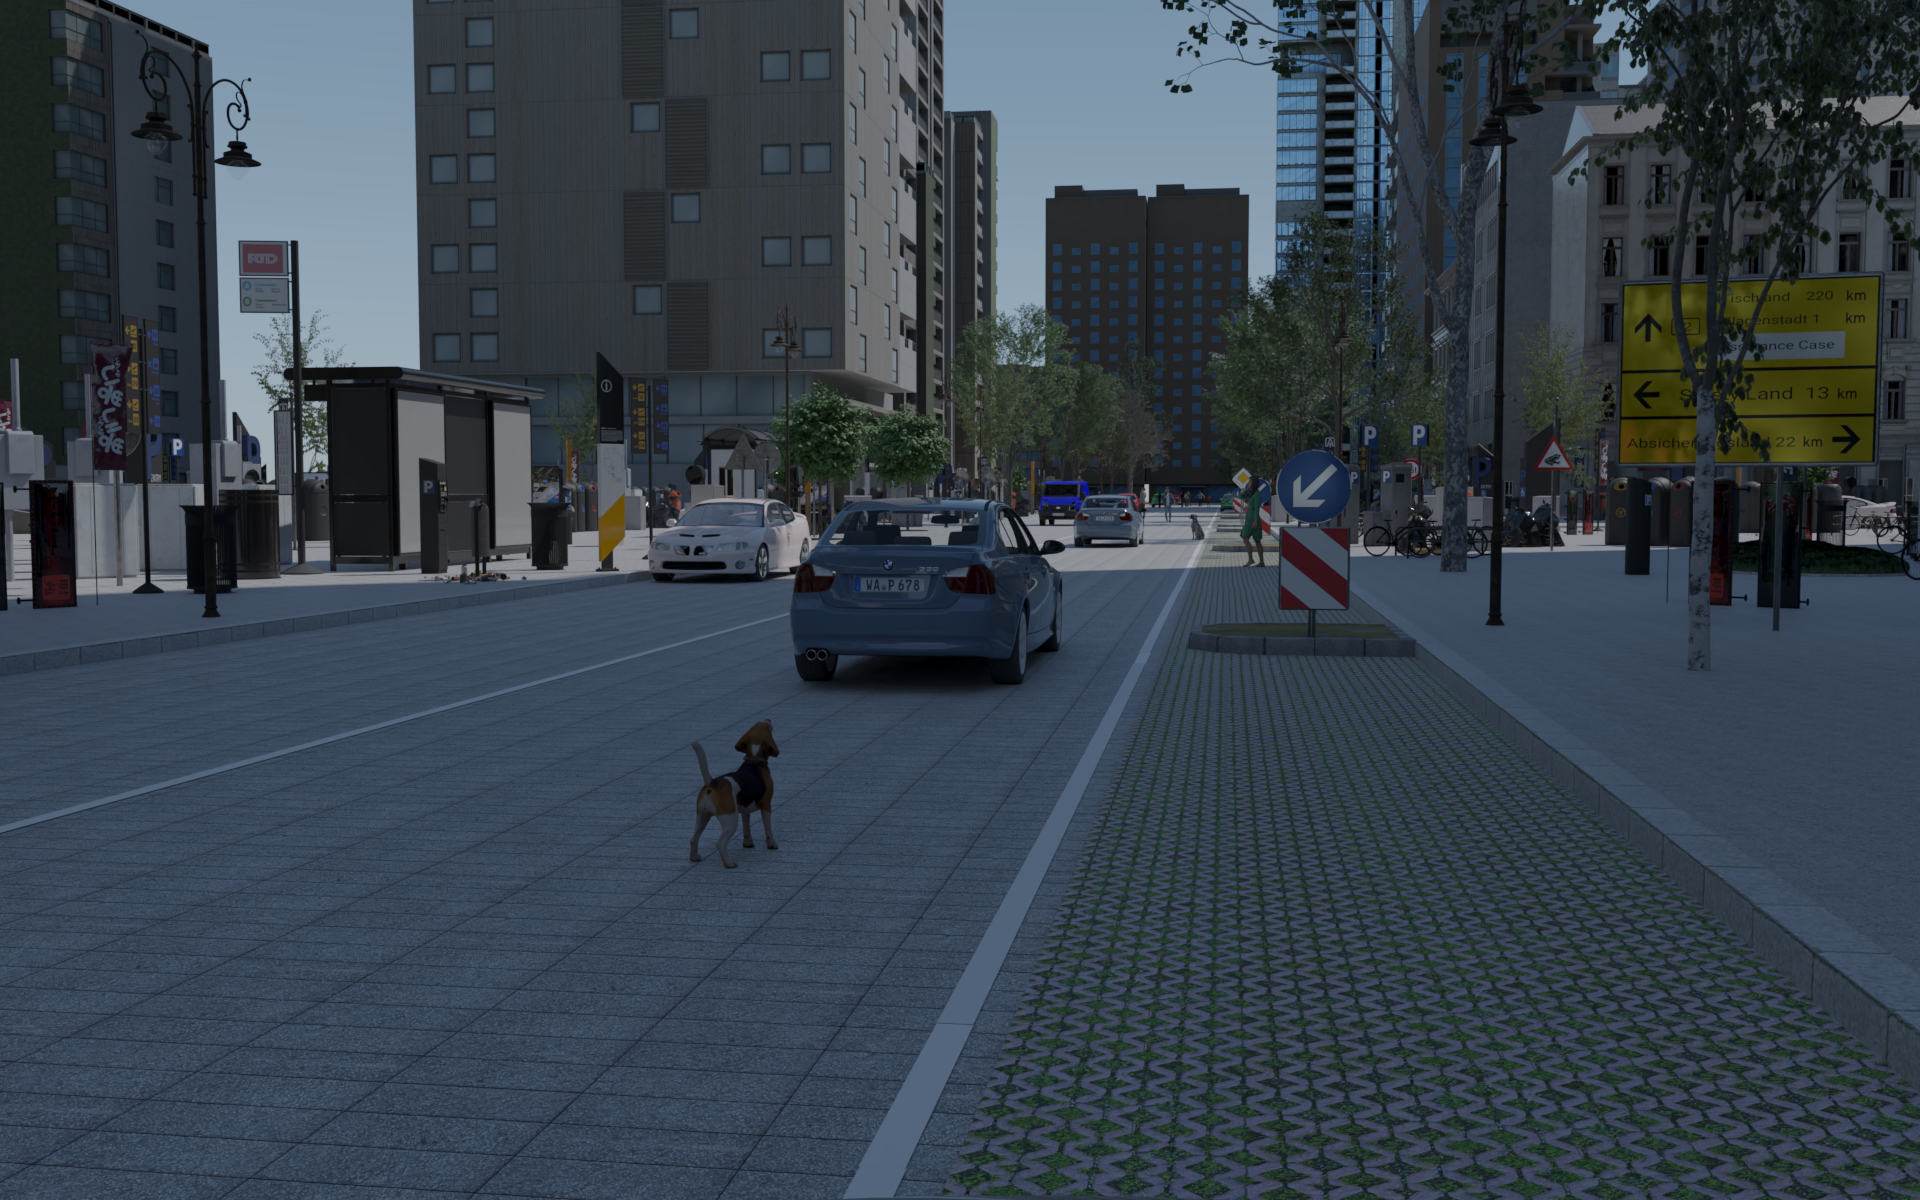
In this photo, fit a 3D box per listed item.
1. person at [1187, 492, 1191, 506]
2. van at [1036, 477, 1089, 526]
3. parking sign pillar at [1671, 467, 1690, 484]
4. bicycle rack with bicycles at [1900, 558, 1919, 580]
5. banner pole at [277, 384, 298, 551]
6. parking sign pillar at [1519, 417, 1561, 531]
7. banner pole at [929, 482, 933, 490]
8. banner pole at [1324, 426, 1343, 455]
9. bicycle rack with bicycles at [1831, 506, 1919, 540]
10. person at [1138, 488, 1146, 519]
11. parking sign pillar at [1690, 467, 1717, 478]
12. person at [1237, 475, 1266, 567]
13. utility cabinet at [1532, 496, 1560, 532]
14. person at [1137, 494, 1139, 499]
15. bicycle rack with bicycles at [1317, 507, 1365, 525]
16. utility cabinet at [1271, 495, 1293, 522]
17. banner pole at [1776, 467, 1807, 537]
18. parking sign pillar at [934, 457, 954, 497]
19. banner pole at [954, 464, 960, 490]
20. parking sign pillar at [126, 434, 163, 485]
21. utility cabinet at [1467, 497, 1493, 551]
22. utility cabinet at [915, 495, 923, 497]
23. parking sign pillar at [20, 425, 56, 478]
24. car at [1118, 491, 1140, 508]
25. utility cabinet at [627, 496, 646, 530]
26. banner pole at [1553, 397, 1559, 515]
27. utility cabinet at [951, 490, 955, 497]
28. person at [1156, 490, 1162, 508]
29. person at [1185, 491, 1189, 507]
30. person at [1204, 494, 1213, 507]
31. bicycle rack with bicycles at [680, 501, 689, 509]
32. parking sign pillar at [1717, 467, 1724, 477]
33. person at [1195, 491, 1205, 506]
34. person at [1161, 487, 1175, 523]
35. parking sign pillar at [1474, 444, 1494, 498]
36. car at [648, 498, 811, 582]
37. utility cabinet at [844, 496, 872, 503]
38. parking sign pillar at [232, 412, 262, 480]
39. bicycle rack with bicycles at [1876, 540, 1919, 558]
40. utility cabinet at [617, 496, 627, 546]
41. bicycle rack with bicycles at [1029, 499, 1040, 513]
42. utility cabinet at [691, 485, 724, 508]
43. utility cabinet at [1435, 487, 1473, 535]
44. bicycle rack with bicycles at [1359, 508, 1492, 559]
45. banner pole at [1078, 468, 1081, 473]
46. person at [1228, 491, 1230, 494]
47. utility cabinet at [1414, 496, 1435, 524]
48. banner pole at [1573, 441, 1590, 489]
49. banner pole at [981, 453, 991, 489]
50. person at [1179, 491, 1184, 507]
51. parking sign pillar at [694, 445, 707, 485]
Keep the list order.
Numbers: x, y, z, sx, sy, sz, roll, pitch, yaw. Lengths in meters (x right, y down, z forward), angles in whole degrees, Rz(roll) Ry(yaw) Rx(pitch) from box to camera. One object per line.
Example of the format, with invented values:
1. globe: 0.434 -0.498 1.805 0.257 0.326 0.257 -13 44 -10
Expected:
1. person: 26.721 -11.804 202.418 0.530 1.710 0.541 -1 4 -14
2. van: 4.825 -4.611 79.774 2.240 2.365 5.245 1 4 10
3. parking sign pillar: 47.663 -7.808 116.129 1.447 3.967 1.447 -2 4 -30
4. bicycle rack with bicycles: 15.470 -0.698 24.793 2.852 0.926 2.925 -1 4 -9
5. banner pole: -15.358 -3.032 39.590 0.863 3.779 0.401 3 5 42
6. parking sign pillar: 20.266 -4.407 60.528 1.447 3.967 1.447 -1 4 -12
7. banner pole: -2.118 -8.613 130.832 0.863 3.779 0.401 2 4 25
8. banner pole: 13.703 -4.491 63.444 0.863 3.779 0.401 2 4 27
9. bicycle rack with bicycles: 28.152 -2.405 52.709 2.925 0.926 2.852 -1 4 -16
10. person: 10.401 -5.522 98.969 0.473 1.802 0.592 3 5 42
11. parking sign pillar: 54.560 -8.514 127.676 1.447 3.967 1.447 0 4 1
12. person: 5.725 -1.526 33.692 0.529 1.795 0.600 -1 4 -15
13. utility cabinet: 18.998 -2.754 56.192 0.306 1.237 1.020 -1 4 -19
14. person: 15.614 -8.573 151.920 0.557 1.426 1.065 -1 4 -9
15. bicycle rack with bicycles: 11.299 -2.176 48.955 2.925 0.926 2.852 0 4 -5
16. utility cabinet: 14.677 -4.144 78.916 1.020 1.237 0.306 -2 4 -24
17. banner pole: 20.519 -3.213 42.555 0.863 3.779 0.401 2 4 35
18. parking sign pillar: -1.031 -7.494 111.006 1.447 3.967 1.447 -2 4 -31
19. banner pole: -0.258 -9.401 143.718 0.401 3.779 0.863 -3 5 -42
20. parking sign pillar: -19.829 -3.281 42.122 1.447 3.967 1.447 0 4 -6
21. utility cabinet: 11.777 -1.724 39.353 0.306 1.237 1.020 -1 4 -10
22. utility cabinet: -2.229 -5.028 93.369 0.306 1.237 1.020 1 4 14
23. parking sign pillar: -34.234 -4.627 64.126 1.447 3.967 1.447 3 5 45
24. car: 11.592 -6.817 120.498 2.155 1.783 4.494 0 4 8
25. utility cabinet: -11.639 -3.092 61.712 1.020 1.237 0.306 3 4 37
26. banner pole: 15.505 -3.374 45.182 0.401 3.779 0.863 1 4 12
27. utility cabinet: -0.122 -5.957 106.083 0.318 1.500 1.173 -3 4 -38
28. person: 20.701 -10.487 179.992 0.705 1.821 1.348 -1 4 -16
29. person: 25.565 -11.379 195.269 0.721 1.735 1.217 2 4 27
30. person: 27.757 -11.111 193.429 1.065 1.426 0.557 0 4 -4
31. bicycle rack with bicycles: -13.159 -4.567 88.045 2.852 0.926 2.925 3 4 39
32. parking sign pillar: 60.983 -9.232 139.423 1.447 3.967 1.447 -2 4 -34
33. person: 27.698 -11.702 199.805 1.348 1.826 0.705 3 5 41
34. person: 10.330 -4.729 86.173 0.623 1.781 0.721 -1 4 -14
35. parking sign pillar: 27.950 -6.332 91.996 1.447 3.967 1.447 -2 4 -35
36. car: -3.883 -1.071 29.867 2.083 1.381 4.827 1 4 9
37. utility cabinet: -3.798 -3.261 64.476 1.020 1.237 0.306 0 4 -5
38. parking sign pillar: -23.613 -4.217 57.419 1.447 3.967 1.447 0 4 -1
39. bicycle rack with bicycles: 21.292 -1.413 36.479 2.852 0.926 2.925 -3 5 -41
40. utility cabinet: -8.569 -1.932 42.742 0.306 1.237 1.020 0 4 5
41. bicycle rack with bicycles: 6.901 -7.655 138.538 2.925 0.926 2.852 3 4 38
42. utility cabinet: -5.995 -1.991 41.238 0.318 1.500 1.173 -2 4 -35
43. utility cabinet: 15.489 -2.792 54.330 1.173 1.500 0.318 -1 4 -18
44. bicycle rack with bicycles: 9.699 -1.334 35.201 2.925 0.926 2.852 0 4 8
45. banner pole: 10.082 -9.559 146.302 0.401 3.779 0.863 -1 4 -18
46. person: 30.674 -11.560 197.520 1.348 1.823 0.705 2 4 28
47. utility cabinet: 19.854 -3.819 73.607 1.020 1.237 0.306 0 4 -2
48. banner pole: 29.395 -5.613 81.789 0.863 3.779 0.401 3 4 36
49. banner pole: 1.583 -6.845 101.934 0.863 3.779 0.401 -1 4 -19
50. person: 24.344 -11.077 190.437 0.721 1.723 1.217 -1 4 -17
51. parking sign pillar: -13.958 -6.481 94.438 1.447 3.967 1.447 -3 5 -43
